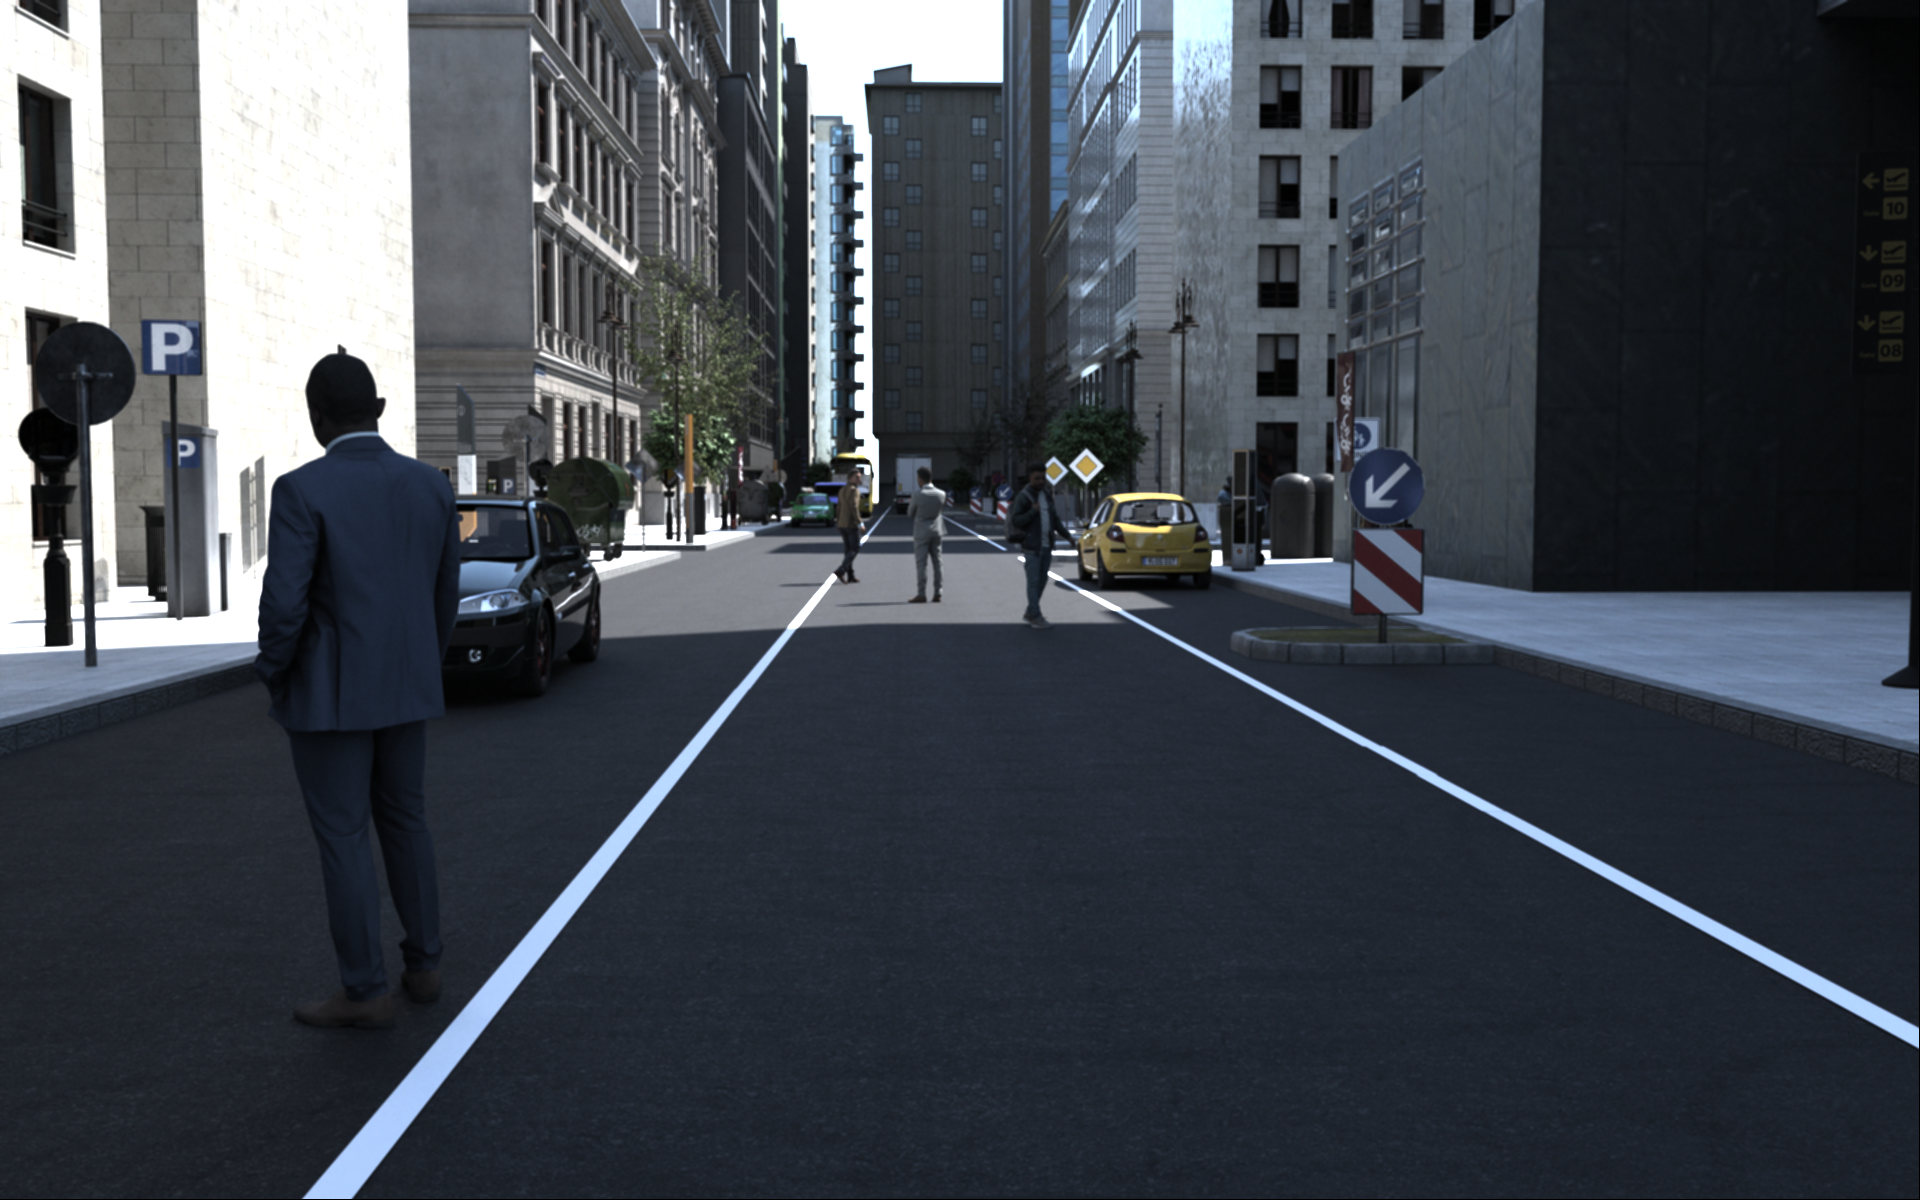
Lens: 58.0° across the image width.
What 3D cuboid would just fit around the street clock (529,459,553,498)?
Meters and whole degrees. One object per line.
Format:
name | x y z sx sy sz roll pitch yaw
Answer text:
street clock | -8.600 -1.898 35.598 0.358 2.002 0.471 3 5 41

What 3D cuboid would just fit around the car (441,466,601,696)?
car | -3.882 -0.225 13.467 2.009 1.686 4.222 0 4 -4

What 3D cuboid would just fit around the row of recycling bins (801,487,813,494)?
row of recycling bins | -9.503 -5.985 104.969 1.069 1.692 3.534 0 4 1

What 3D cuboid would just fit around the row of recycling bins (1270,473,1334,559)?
row of recycling bins | 7.688 -1.719 35.216 3.534 1.692 1.069 -3 5 -39

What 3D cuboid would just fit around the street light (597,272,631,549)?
street light | -7.233 -3.886 36.317 0.468 5.910 1.993 0 4 -2

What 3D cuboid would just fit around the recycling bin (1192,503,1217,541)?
recycling bin | 6.647 -2.162 47.906 0.722 1.027 0.722 -1 4 -12

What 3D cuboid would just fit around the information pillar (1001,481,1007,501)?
information pillar | 2.429 -5.560 95.401 0.304 2.012 0.304 0 4 3

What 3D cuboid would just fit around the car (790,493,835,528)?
car | -6.420 -4.087 75.619 1.959 1.807 4.718 0 4 -2

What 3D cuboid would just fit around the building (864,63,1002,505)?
building | 1.857 -38.652 221.197 27.495 52.752 28.713 0 4 -2

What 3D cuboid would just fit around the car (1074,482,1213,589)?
car | 2.880 -1.065 27.637 2.015 1.641 3.980 0 4 -3

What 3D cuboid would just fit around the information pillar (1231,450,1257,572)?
information pillar | 4.720 -1.485 28.778 0.304 2.012 0.304 3 4 36

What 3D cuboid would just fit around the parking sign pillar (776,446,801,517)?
parking sign pillar | -9.563 -6.627 96.818 1.447 3.967 1.447 -2 4 -34

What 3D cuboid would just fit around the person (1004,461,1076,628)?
person | 0.823 -0.596 18.592 0.721 1.781 0.623 2 4 34

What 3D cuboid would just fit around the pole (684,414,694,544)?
pole | -6.955 -3.096 44.462 0.158 3.312 0.155 0 3 0

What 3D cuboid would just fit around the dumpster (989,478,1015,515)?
dumpster | 2.560 -6.300 105.503 1.502 2.255 1.985 0 4 -2

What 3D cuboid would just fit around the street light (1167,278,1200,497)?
street light | 4.787 -3.940 37.201 0.468 5.910 1.993 0 4 -2

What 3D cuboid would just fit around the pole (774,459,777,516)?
pole | -10.837 -6.606 101.846 0.158 3.312 0.155 0 3 0

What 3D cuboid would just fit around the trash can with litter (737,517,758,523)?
trash can with litter | -9.487 -4.020 77.119 1.055 1.170 0.624 1 4 9

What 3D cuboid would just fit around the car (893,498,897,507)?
car | -6.434 -11.080 193.164 2.014 1.417 4.499 0 4 -4

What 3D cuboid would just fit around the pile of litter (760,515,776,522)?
pile of litter | -9.129 -4.111 81.179 1.176 0.858 1.719 1 4 10

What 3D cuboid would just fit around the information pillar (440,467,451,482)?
information pillar | -14.158 -2.643 47.709 0.304 2.012 0.304 -1 4 -15

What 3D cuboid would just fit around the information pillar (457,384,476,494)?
information pillar | -10.528 -2.789 36.949 0.504 3.616 0.183 2 4 34

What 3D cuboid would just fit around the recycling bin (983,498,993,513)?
recycling bin | 1.891 -6.322 115.913 0.722 1.027 0.722 0 4 1

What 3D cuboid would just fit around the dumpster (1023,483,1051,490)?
dumpster | 3.534 -4.498 79.300 1.264 1.857 1.865 0 4 -2

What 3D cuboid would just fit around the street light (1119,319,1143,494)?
street light | 4.520 -4.469 45.860 0.468 5.910 1.993 0 4 -2

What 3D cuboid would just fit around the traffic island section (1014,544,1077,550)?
traffic island section | 2.485 -1.426 45.591 2.009 0.180 2.903 0 4 -2

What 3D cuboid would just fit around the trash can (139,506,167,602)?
trash can | -9.447 -0.561 20.821 0.748 1.137 0.748 0 3 0

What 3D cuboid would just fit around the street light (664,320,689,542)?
street light | -7.536 -4.489 46.177 0.468 5.910 1.993 0 4 -2

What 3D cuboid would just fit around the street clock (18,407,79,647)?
street clock | -7.611 -0.612 14.576 0.471 2.002 0.358 -1 4 -15

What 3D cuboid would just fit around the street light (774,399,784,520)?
street light | -8.807 -6.838 84.595 0.468 5.910 1.993 0 4 -2

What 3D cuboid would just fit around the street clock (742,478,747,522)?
street clock | -9.771 -4.535 78.723 0.358 2.002 0.471 -1 4 -9

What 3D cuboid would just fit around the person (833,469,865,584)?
person | -1.754 -1.180 27.706 0.656 1.842 0.836 2 4 26

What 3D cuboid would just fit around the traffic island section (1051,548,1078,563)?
traffic island section | 2.757 -0.938 37.610 2.009 0.180 2.903 0 4 -2

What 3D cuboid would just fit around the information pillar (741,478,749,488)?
information pillar | -9.892 -4.593 79.581 0.304 2.012 0.304 -1 4 -20

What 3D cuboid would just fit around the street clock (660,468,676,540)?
street clock | -8.108 -2.674 48.296 0.471 2.002 0.358 -1 4 -14

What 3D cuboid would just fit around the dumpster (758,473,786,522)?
dumpster | -8.732 -4.678 78.972 1.502 2.255 1.985 0 4 -2

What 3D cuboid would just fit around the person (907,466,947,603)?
person | -0.464 -0.877 23.016 0.511 1.800 0.466 -3 5 -42

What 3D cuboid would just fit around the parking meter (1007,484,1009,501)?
parking meter | 2.696 -5.899 102.167 0.255 1.863 0.399 -2 4 -28

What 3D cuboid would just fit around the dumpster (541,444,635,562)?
dumpster | -7.161 -1.888 33.369 1.502 2.255 1.985 0 4 -2

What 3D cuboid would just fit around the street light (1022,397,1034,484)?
street light | 3.230 -6.735 82.899 0.468 5.910 1.993 0 4 -2

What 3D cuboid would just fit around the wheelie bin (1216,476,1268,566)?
wheelie bin | 5.006 -1.410 30.963 0.980 1.594 0.693 -2 4 -25

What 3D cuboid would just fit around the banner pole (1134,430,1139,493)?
banner pole | 6.900 -4.746 67.612 0.401 3.779 0.863 1 4 19

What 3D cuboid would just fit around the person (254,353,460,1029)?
person | -1.605 0.243 4.702 0.419 1.800 0.721 2 4 27

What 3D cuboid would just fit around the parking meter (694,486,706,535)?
parking meter | -8.084 -2.777 53.812 0.372 1.533 0.369 0 3 0

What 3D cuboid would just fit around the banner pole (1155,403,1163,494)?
banner pole | 5.436 -3.515 47.489 0.401 3.779 0.863 1 4 18

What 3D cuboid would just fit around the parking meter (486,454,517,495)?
parking meter | -6.692 -1.199 25.317 0.255 1.863 0.399 3 4 36

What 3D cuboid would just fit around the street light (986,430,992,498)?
street light | 1.993 -9.008 120.065 0.468 5.910 1.993 0 4 -2

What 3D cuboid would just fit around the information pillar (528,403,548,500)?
information pillar | -10.916 -3.268 44.794 0.504 3.616 0.183 0 4 -7

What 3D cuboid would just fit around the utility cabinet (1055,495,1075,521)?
utility cabinet | 4.926 -4.345 82.207 1.020 1.237 0.306 -1 4 -21

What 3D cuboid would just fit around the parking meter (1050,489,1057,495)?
parking meter | 4.580 -4.668 84.727 0.372 1.533 0.369 0 3 0

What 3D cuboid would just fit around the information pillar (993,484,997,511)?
information pillar | 2.493 -7.100 120.573 0.304 2.012 0.304 2 4 29

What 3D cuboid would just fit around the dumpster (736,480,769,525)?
dumpster | -8.540 -4.009 71.313 1.264 1.857 1.865 0 4 -2

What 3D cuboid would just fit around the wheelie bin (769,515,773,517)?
wheelie bin | -10.982 -5.536 98.419 0.980 1.594 0.693 1 4 9
